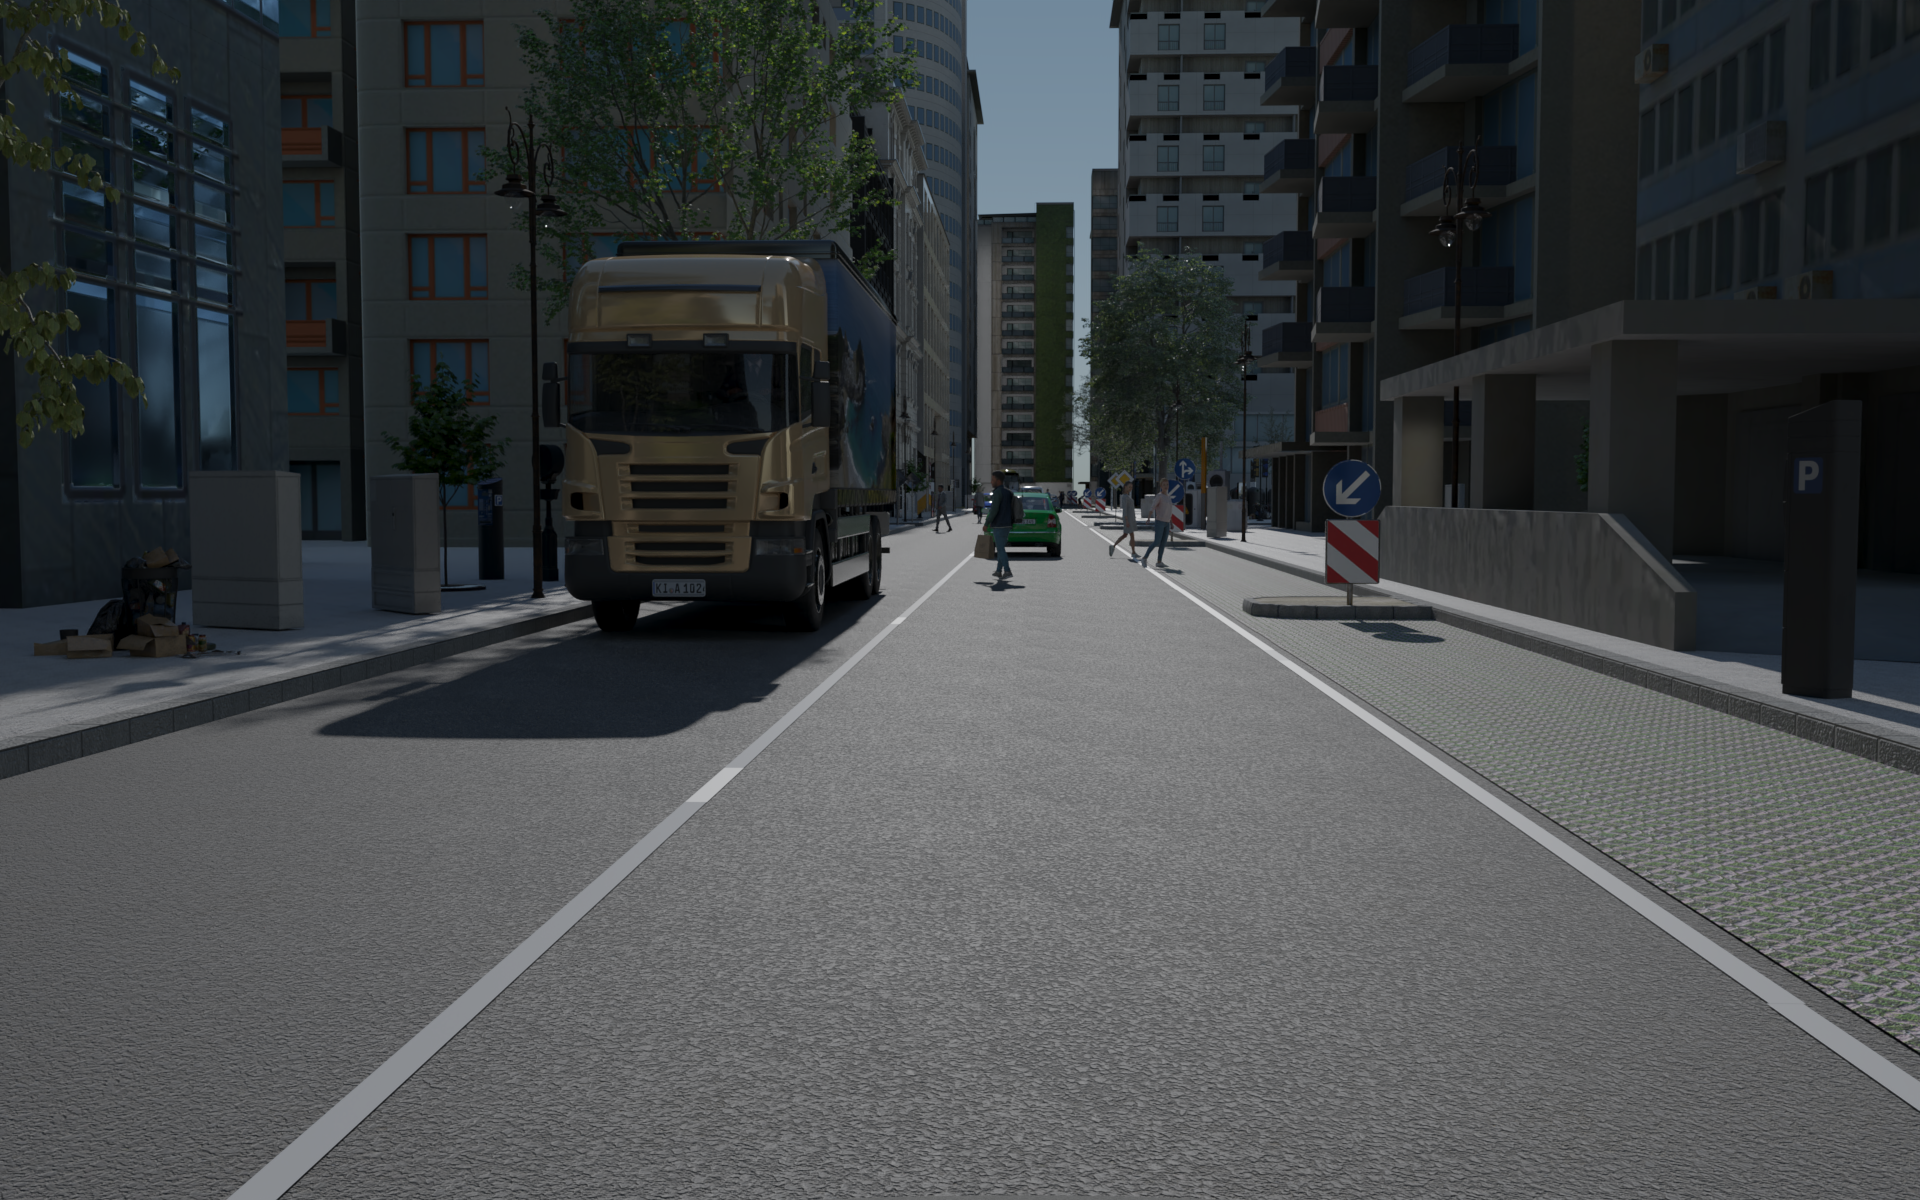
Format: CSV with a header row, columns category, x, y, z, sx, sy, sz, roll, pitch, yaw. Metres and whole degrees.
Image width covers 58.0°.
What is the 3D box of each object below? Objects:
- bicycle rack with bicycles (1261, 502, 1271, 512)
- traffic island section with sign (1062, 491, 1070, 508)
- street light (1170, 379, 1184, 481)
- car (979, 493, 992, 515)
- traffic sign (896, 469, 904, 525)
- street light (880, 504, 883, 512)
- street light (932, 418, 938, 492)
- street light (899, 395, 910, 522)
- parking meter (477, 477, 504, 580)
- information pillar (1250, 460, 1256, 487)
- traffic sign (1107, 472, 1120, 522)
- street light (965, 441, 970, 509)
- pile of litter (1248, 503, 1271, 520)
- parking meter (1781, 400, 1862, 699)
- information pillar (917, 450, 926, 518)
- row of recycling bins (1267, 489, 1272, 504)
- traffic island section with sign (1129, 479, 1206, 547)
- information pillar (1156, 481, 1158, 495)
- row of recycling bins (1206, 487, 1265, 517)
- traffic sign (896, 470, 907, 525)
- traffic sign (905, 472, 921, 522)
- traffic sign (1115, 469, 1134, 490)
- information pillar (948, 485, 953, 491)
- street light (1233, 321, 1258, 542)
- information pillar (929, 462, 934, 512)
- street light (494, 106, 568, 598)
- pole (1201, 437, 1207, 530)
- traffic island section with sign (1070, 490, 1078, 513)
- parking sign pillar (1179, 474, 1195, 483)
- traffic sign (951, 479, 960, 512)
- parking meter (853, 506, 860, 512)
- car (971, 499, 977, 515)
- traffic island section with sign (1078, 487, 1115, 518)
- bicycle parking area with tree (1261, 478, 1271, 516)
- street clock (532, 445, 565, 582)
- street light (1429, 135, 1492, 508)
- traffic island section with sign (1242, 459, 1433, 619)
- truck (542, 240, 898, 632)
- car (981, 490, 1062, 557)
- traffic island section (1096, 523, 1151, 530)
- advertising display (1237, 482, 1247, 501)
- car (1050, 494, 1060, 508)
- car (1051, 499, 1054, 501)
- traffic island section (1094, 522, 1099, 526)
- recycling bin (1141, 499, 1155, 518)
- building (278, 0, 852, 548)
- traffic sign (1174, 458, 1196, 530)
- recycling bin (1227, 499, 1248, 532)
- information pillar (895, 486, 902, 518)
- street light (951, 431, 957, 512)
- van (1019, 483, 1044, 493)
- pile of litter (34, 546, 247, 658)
category,x,y,z,sx,sy,sz,roll,pitch,yaw
bicycle rack with bicycles,19.500,-6.145,113.852,2.925,0.926,2.852,0,4,5
traffic island section with sign,11.779,-10.492,180.178,1.989,1.847,2.006,0,4,3
street light,8.709,-5.914,69.480,0.468,5.910,1.993,0,4,3
car,2.018,-6.217,111.241,1.945,1.707,3.694,0,4,1
traffic sign,-2.583,-4.217,71.074,0.606,2.300,0.079,1,4,11
street light,-3.072,-5.816,67.876,0.468,5.910,1.993,0,4,3
street light,-1.501,-7.974,103.170,0.468,5.910,1.993,0,4,3
street light,-2.534,-6.557,79.992,0.468,5.910,1.993,0,4,3
parking meter,-7.039,-1.075,25.986,0.372,1.533,0.369,0,3,0
information pillar,19.853,-7.708,117.376,0.183,3.616,0.504,-2,4,-33
traffic sign,7.059,-4.576,78.456,0.795,2.450,0.064,0,4,3
street light,0.662,-10.812,149.556,0.468,5.910,1.993,0,4,3
pile of litter,15.075,-4.491,87.388,1.719,0.858,1.176,3,5,39
parking meter,5.452,-0.323,10.986,0.255,1.863,0.399,-1,4,-20
information pillar,-2.028,-6.091,90.941,0.504,3.616,0.183,0,4,-5
row of recycling bins,21.373,-7.248,125.610,3.534,1.692,1.069,2,4,27
traffic island section with sign,5.666,-2.382,47.572,1.989,1.847,2.006,0,4,3
information pillar,11.463,-5.837,99.932,0.304,2.012,0.304,-3,5,-42
row of recycling bins,15.456,-5.629,99.148,3.534,1.692,1.069,0,4,-8
traffic sign,-2.542,-4.115,70.923,0.795,2.450,0.064,0,4,3
traffic sign,-2.175,-4.603,78.900,0.795,2.450,0.064,0,4,3
traffic sign,6.691,-4.088,70.479,0.795,2.450,0.064,0,4,3
information pillar,-0.803,-8.301,140.220,0.304,2.012,0.304,2,4,35
street light,7.609,-4.497,46.306,0.468,5.910,1.993,0,4,3
information pillar,-1.950,-7.985,121.915,0.504,3.616,0.183,-1,4,-16
street light,-5.211,-2.962,21.216,0.468,5.910,1.993,0,4,3
pole,8.787,-4.194,62.419,0.158,3.312,0.155,0,3,0
traffic island section with sign,9.485,-7.468,130.724,1.989,1.847,2.006,0,4,3
parking sign pillar,18.431,-9.311,140.707,1.447,3.967,1.447,0,4,4
traffic sign,-0.327,-7.237,120.448,0.606,2.300,0.079,0,4,7
parking meter,-3.610,-3.130,59.589,0.372,1.533,0.369,0,3,0
car,1.886,-6.940,122.505,2.155,1.783,4.494,0,4,3
traffic island section with sign,8.223,-5.780,103.134,1.989,1.847,2.006,0,4,3
bicycle parking area with tree,21.143,-7.237,105.328,8.231,4.147,9.016,0,4,6
street clock,-6.037,-1.275,25.423,0.471,2.002,0.358,3,4,36
street light,6.554,-3.061,22.843,0.468,5.910,1.993,0,4,3
traffic island section with sign,4.425,-0.735,20.645,1.989,1.847,2.006,0,4,3
truck,-2.464,-1.991,21.467,2.839,4.237,11.283,0,4,3
car,1.467,-1.975,41.086,1.959,1.807,4.718,0,4,1
traffic island section,6.715,-2.953,70.555,2.009,0.180,2.903,0,4,3
advertising display,15.421,-5.479,94.790,0.123,1.923,0.974,3,4,36
car,8.367,-9.138,161.413,2.014,1.417,4.499,0,4,5
car,5.551,-6.768,122.453,2.131,1.459,4.920,0,4,4
traffic island section,7.083,-3.440,78.532,2.009,0.180,2.903,0,4,3
recycling bin,10.119,-4.920,92.996,0.722,1.027,0.722,1,4,15
building,-19.310,-12.852,55.174,28.899,21.520,27.650,0,4,3
traffic sign,7.978,-3.757,61.531,0.768,2.556,0.104,0,4,7
recycling bin,9.459,-2.860,59.310,0.722,1.027,0.722,1,4,14
information pillar,-3.329,-5.471,93.947,0.304,2.012,0.304,2,4,31
street light,-0.467,-9.394,126.383,0.468,5.910,1.993,0,4,3
van,3.996,-5.490,96.772,2.013,2.044,4.112,0,4,3
pile of litter,-6.629,0.005,13.890,1.719,0.858,1.176,2,4,30
